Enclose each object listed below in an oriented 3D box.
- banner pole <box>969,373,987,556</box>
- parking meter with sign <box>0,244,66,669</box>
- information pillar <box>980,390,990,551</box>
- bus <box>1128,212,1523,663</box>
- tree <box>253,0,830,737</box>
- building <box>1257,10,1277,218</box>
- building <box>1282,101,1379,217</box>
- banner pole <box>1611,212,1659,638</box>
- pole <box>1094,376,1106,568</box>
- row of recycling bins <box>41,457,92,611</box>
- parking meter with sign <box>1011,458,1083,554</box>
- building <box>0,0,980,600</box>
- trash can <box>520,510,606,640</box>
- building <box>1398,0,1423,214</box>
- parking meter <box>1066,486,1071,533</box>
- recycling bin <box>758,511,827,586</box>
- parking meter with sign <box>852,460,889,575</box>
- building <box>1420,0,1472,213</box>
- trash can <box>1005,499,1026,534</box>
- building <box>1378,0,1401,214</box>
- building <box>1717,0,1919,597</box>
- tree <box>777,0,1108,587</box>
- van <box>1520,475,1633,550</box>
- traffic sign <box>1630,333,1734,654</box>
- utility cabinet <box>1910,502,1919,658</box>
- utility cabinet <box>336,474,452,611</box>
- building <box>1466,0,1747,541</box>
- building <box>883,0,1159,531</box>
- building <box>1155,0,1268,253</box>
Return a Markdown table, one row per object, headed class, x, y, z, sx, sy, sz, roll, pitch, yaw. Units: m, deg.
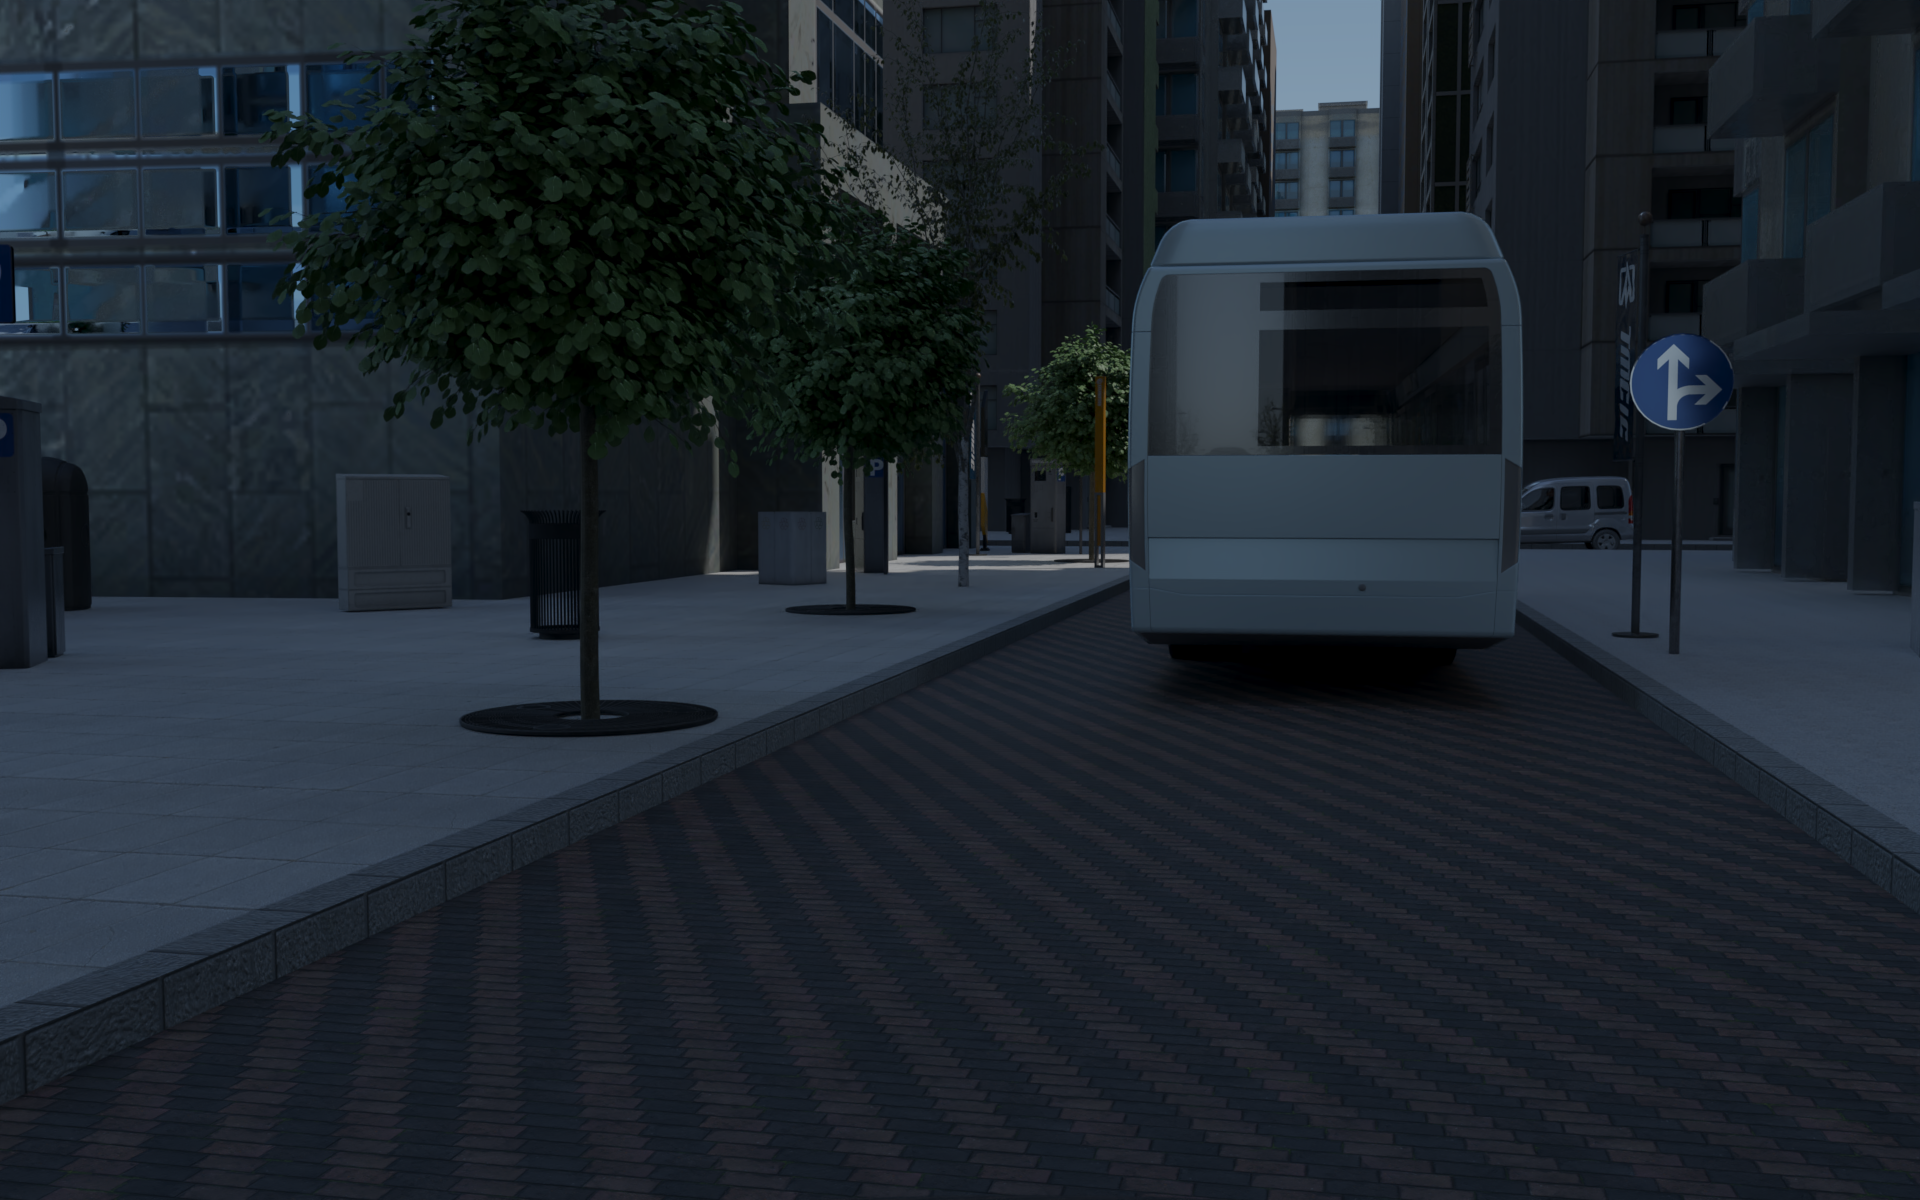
| class | x | y | z | sx | sy | sz | roll | pitch | yaw |
| --- | --- | --- | --- | --- | --- | --- | --- | --- | --- |
| banner pole | 0.306 | -2.796 | 35.729 | 0.401 | 3.779 | 0.863 | 1 | 4 | 16 |
| parking meter with sign | -7.116 | -1.019 | 12.914 | 0.543 | 3.016 | 1.738 | -1 | 4 | -16 |
| information pillar | 0.549 | -2.909 | 38.915 | 0.183 | 3.616 | 0.504 | 1 | 4 | 10 |
| bus | 3.599 | -1.414 | 17.983 | 2.948 | 3.499 | 13.247 | 1 | 4 | 10 |
| tree | -2.027 | -1.587 | 9.653 | 4.285 | 4.588 | 4.351 | 0 | 3 | 0 |
| building | 21.801 | -31.195 | 160.140 | 14.600 | 45.320 | 14.200 | 1 | 4 | 12 |
| building | 46.927 | -36.366 | 214.198 | 30.456 | 49.044 | 23.786 | 1 | 4 | 12 |
| banner pole | 6.075 | -1.570 | 15.695 | 0.401 | 3.779 | 0.863 | 0 | 4 | 0 |
| pole | 2.432 | -2.215 | 30.055 | 0.158 | 3.312 | 0.155 | 0 | 3 | 0 |
| row of recycling bins | -10.577 | -0.660 | 17.907 | 1.069 | 1.692 | 3.534 | 1 | 4 | 22 |
| parking meter with sign | 1.901 | -2.510 | 37.301 | 1.738 | 3.016 | 0.543 | 2 | 4 | 35 |
| building | -17.042 | -43.955 | 31.332 | 31.000 | 86.520 | 22.319 | 1 | 4 | 12 |
| trash can | -3.526 | -0.231 | 15.429 | 0.748 | 1.137 | 0.748 | 0 | 3 | 0 |
| building | 39.858 | -29.263 | 128.568 | 14.600 | 45.320 | 14.200 | 1 | 4 | 12 |
| parking meter | 3.456 | -2.950 | 56.638 | 0.372 | 1.533 | 0.369 | 0 | 3 | 0 |
| recycling bin | -2.392 | -0.745 | 24.735 | 0.722 | 1.027 | 0.722 | 3 | 4 | 38 |
| parking meter with sign | -1.424 | -1.960 | 28.313 | 0.543 | 3.016 | 1.738 | -1 | 4 | -17 |
| building | 37.298 | -40.881 | 106.655 | 20.563 | 71.187 | 20.611 | 1 | 4 | 12 |
| trash can | 1.781 | -2.684 | 55.533 | 0.748 | 1.137 | 0.748 | 0 | 3 | 0 |
| building | 53.384 | -38.813 | 176.583 | 21.231 | 58.520 | 28.212 | 1 | 4 | 12 |
| building | 21.355 | -24.313 | 17.125 | 23.786 | 49.044 | 30.456 | 1 | 4 | 12 |
| tree | -0.190 | -4.491 | 23.787 | 4.360 | 8.622 | 3.978 | 0 | 3 | 0 |
| van | 14.036 | -2.120 | 41.678 | 4.112 | 2.044 | 2.013 | 1 | 4 | 13 |
| traffic sign | 5.735 | -0.839 | 13.830 | 0.768 | 2.556 | 0.104 | 1 | 4 | 18 |
| utility cabinet | 7.864 | -0.169 | 13.929 | 0.306 | 1.237 | 1.020 | 2 | 4 | 25 |
| utility cabinet | -6.242 | -0.640 | 19.146 | 1.173 | 1.500 | 0.318 | -3 | 5 | -40 |
| building | 22.993 | -22.513 | 51.683 | 14.086 | 41.232 | 14.154 | 1 | 4 | 12 |
| building | -0.287 | -23.306 | 64.652 | 14.154 | 41.232 | 14.086 | 1 | 4 | 12 |
| building | 12.857 | -31.750 | 138.726 | 23.786 | 49.044 | 30.456 | 1 | 4 | 12 |
